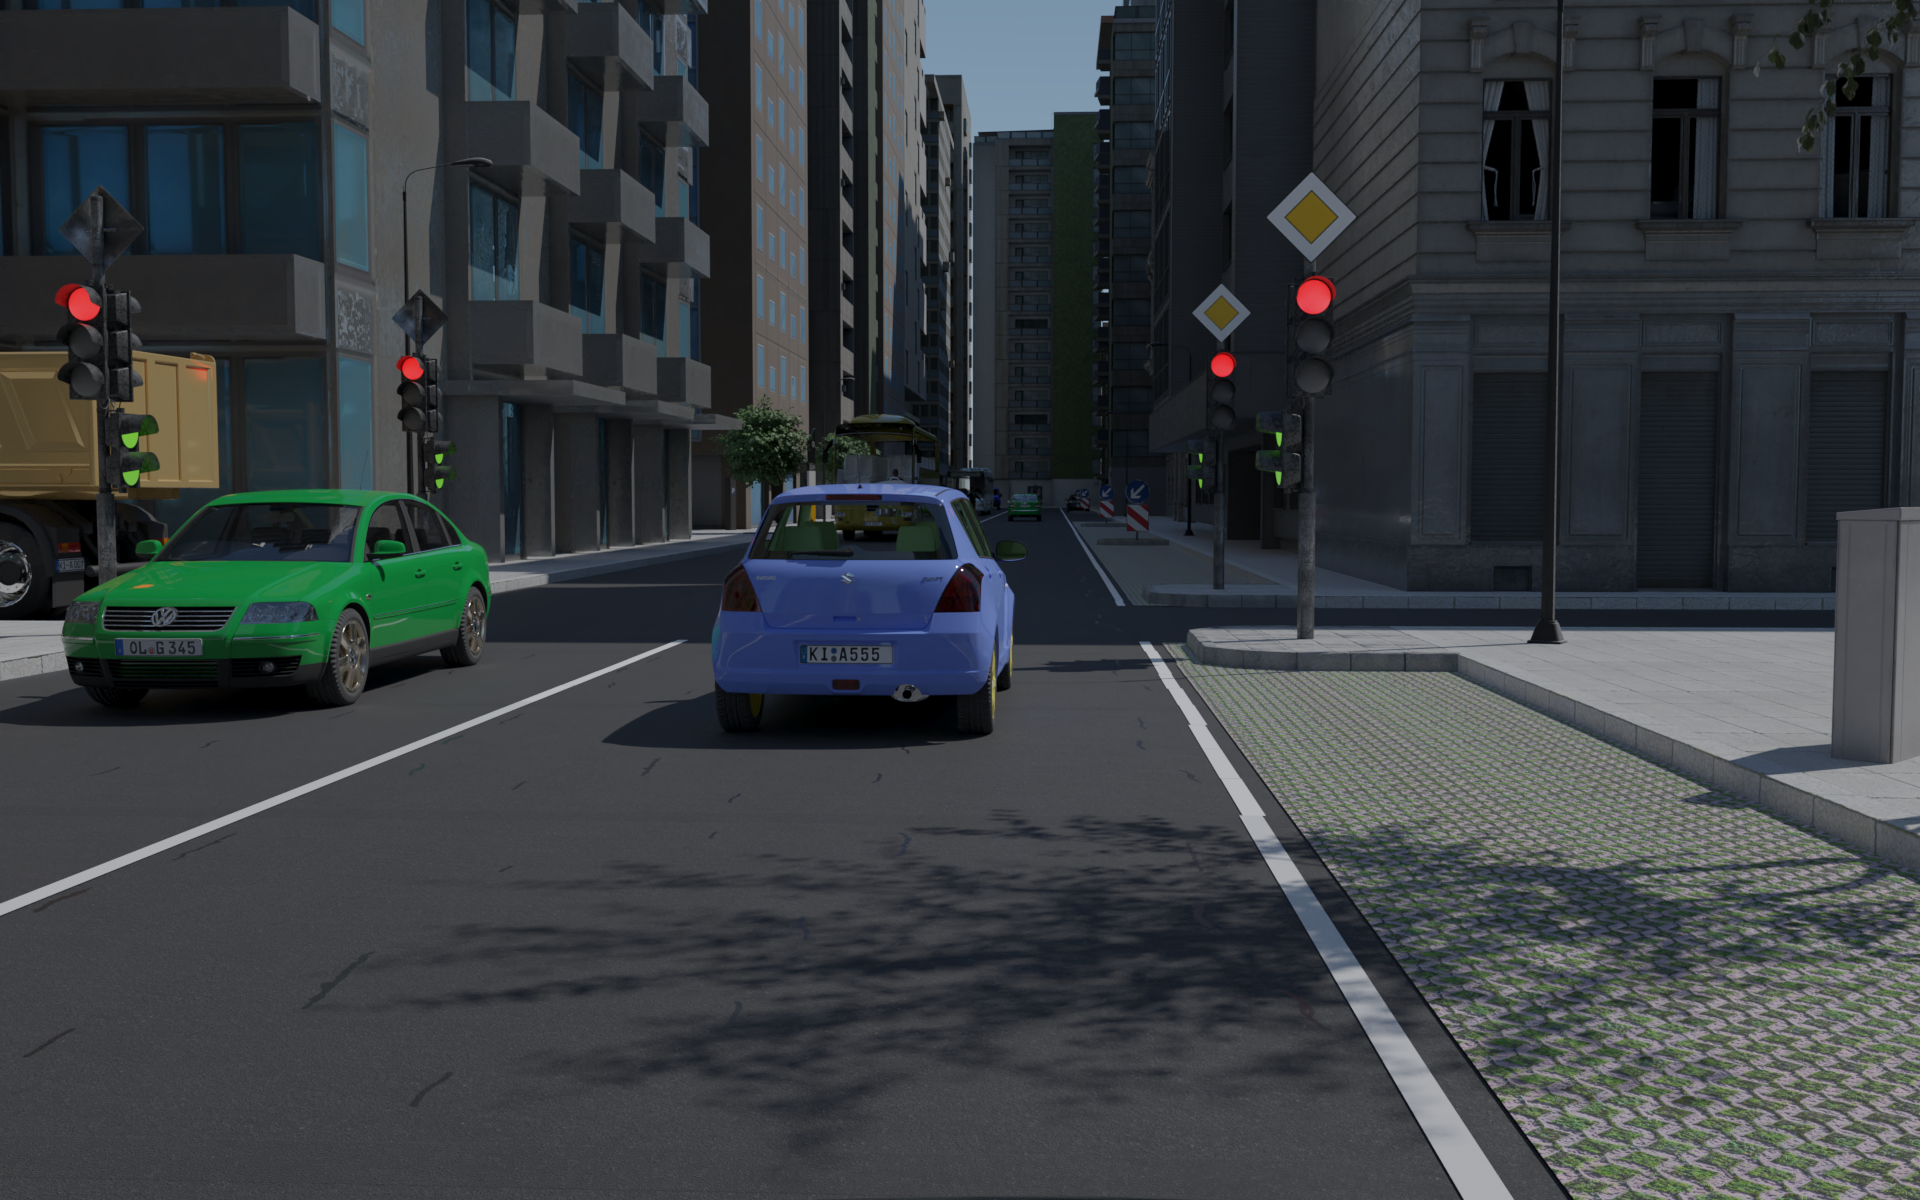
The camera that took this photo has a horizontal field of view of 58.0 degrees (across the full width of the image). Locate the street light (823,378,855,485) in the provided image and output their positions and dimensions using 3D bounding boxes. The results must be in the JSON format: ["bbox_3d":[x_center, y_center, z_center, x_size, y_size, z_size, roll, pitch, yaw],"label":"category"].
[{"bbox_3d":[-4.900,-5.916,69.271,1.470,5.913,1.316,0,4,3],"label":"street light"}]

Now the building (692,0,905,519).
[{"bbox_3d":[-10.889,-27.869,105.764,14.600,45.320,14.200,0,4,3],"label":"building"}]

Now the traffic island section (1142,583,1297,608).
[{"bbox_3d":[3.505,-0.064,23.332,2.009,0.180,2.903,0,4,3],"label":"traffic island section"}]

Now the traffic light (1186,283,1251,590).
[{"bbox_3d":[3.466,-2.098,23.220,0.839,4.253,0.868,0,4,3],"label":"traffic light"}]

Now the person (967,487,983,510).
[{"bbox_3d":[0.763,-5.698,101.299,1.348,1.869,0.705,-3,4,-36],"label":"person"}]

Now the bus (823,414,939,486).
[{"bbox_3d":[-2.298,-4.004,57.009,2.896,3.916,12.252,0,4,3],"label":"bus"}]

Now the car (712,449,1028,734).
[{"bbox_3d":[-0.523,-0.129,11.695,1.945,1.707,3.694,0,4,4],"label":"car"}]

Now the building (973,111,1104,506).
[{"bbox_3d":[8.444,-30.902,188.849,14.086,41.232,14.154,0,4,3],"label":"building"}]

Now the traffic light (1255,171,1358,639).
[{"bbox_3d":[3.045,-1.610,15.246,0.839,4.253,0.868,0,4,3],"label":"traffic light"}]

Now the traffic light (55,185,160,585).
[{"bbox_3d":[-7.802,-1.644,15.800,0.839,4.253,0.868,0,4,3],"label":"traffic light"}]

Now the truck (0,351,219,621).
[{"bbox_3d":[-14.015,-1.499,20.433,9.791,3.379,3.469,0,4,5],"label":"truck"}]

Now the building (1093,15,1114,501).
[{"bbox_3d":[23.447,-30.817,158.481,22.147,44.769,28.867,0,4,3],"label":"building"}]

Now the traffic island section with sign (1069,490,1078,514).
[{"bbox_3d":[8.878,-7.117,124.982,1.989,1.847,2.006,0,4,3],"label":"traffic island section with sign"}]

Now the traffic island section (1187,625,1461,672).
[{"bbox_3d":[3.084,0.423,15.357,2.009,0.180,2.903,0,4,3],"label":"traffic island section"}]

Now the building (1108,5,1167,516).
[{"bbox_3d":[16.166,-20.471,106.398,14.160,30.474,14.107,0,4,3],"label":"building"}]

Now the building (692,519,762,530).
[{"bbox_3d":[-13.894,-25.565,68.096,14.600,45.320,14.200,0,4,3],"label":"building"}]

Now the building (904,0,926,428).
[{"bbox_3d":[-16.618,-32.871,126.675,28.713,52.752,27.495,0,4,3],"label":"building"}]

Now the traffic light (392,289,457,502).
[{"bbox_3d":[-7.381,-2.132,23.774,0.839,4.253,0.868,0,4,3],"label":"traffic light"}]

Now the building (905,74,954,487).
[{"bbox_3d":[-12.805,-28.586,159.262,23.993,40.220,32.217,0,4,3],"label":"building"}]

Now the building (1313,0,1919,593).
[{"bbox_3d":[15.025,-10.836,26.322,18.267,20.994,9.793,0,4,3],"label":"building"}]

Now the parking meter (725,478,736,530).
[{"bbox_3d":[-8.136,-3.408,61.427,0.255,1.863,0.399,2,4,27],"label":"parking meter"}]

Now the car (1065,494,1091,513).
[{"bbox_3d":[9.158,-7.616,134.311,2.009,1.686,4.222,0,4,2],"label":"car"}]

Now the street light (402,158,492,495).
[{"bbox_3d":[-7.157,-3.155,24.118,1.470,5.913,1.316,0,4,3],"label":"street light"}]

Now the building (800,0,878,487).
[{"bbox_3d":[-11.994,-19.504,90.592,14.160,30.474,14.107,0,4,3],"label":"building"}]

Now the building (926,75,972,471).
[{"bbox_3d":[-9.739,-34.835,193.255,21.600,48.544,21.300,0,4,3],"label":"building"}]

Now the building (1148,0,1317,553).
[{"bbox_3d":[13.219,-13.993,47.851,14.314,24.678,30.058,0,4,3],"label":"building"}]

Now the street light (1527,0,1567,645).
[{"bbox_3d":[4.527,-2.585,14.799,1.470,5.913,1.316,0,4,3],"label":"street light"}]

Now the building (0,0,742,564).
[{"bbox_3d":[-18.218,-25.583,37.896,23.786,49.044,30.456,0,4,3],"label":"building"}]

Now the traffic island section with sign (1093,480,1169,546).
[{"bbox_3d":[4.860,-2.460,48.841,1.989,1.847,2.006,0,4,3],"label":"traffic island section with sign"}]

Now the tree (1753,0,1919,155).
[{"bbox_3d":[4.744,-3.471,7.106,4.360,8.622,3.978,0,3,0],"label":"tree"}]

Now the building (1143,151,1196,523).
[{"bbox_3d":[15.867,-15.963,80.087,14.460,24.649,34.723,0,4,3],"label":"building"}]

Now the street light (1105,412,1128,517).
[{"bbox_3d":[8.858,-7.646,97.554,1.470,5.913,1.316,0,4,3],"label":"street light"}]

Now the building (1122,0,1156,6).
[{"bbox_3d":[23.371,-31.125,128.502,23.786,49.044,30.456,0,4,3],"label":"building"}]

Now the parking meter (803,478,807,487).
[{"bbox_3d":[-5.563,-3.557,63.866,0.399,1.863,0.255,-1,4,-15],"label":"parking meter"}]

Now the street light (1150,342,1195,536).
[{"bbox_3d":[6.508,-4.930,53.151,1.470,5.913,1.316,0,4,3],"label":"street light"}]

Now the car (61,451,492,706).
[{"bbox_3d":[-4.955,-0.265,13.127,1.959,1.807,4.718,0,4,1],"label":"car"}]

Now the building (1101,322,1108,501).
[{"bbox_3d":[30.524,-21.407,195.050,28.899,21.520,27.650,0,4,3],"label":"building"}]

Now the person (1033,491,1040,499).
[{"bbox_3d":[6.705,-8.960,155.710,1.217,1.736,0.721,2,4,27],"label":"person"}]

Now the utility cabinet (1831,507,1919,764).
[{"bbox_3d":[4.687,0.154,8.638,1.020,1.237,0.306,-3,5,-44],"label":"utility cabinet"}]

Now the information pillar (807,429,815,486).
[{"bbox_3d":[-5.312,-4.319,61.974,0.183,3.616,0.504,1,4,23],"label":"information pillar"}]

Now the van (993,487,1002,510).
[{"bbox_3d":[2.691,-9.285,156.191,2.240,2.365,5.245,0,4,2],"label":"van"}]

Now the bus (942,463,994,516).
[{"bbox_3d":[0.717,-7.567,118.581,2.948,3.499,13.247,0,4,4],"label":"bus"}]

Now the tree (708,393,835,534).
[{"bbox_3d":[-6.460,-4.446,56.399,4.285,4.588,4.351,0,3,0],"label":"tree"}]

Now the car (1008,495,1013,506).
[{"bbox_3d":[4.633,-7.372,132.893,2.083,1.381,4.827,0,4,2],"label":"car"}]

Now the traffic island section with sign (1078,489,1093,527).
[{"bbox_3d":[6.286,-4.109,75.804,1.989,1.847,2.006,0,4,3],"label":"traffic island section with sign"}]

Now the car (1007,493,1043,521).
[{"bbox_3d":[3.458,-5.104,92.251,1.959,1.807,4.718,0,4,2],"label":"car"}]

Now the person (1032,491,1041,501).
[{"bbox_3d":[6.803,-8.816,153.446,0.742,1.727,0.445,-1,4,-22],"label":"person"}]
